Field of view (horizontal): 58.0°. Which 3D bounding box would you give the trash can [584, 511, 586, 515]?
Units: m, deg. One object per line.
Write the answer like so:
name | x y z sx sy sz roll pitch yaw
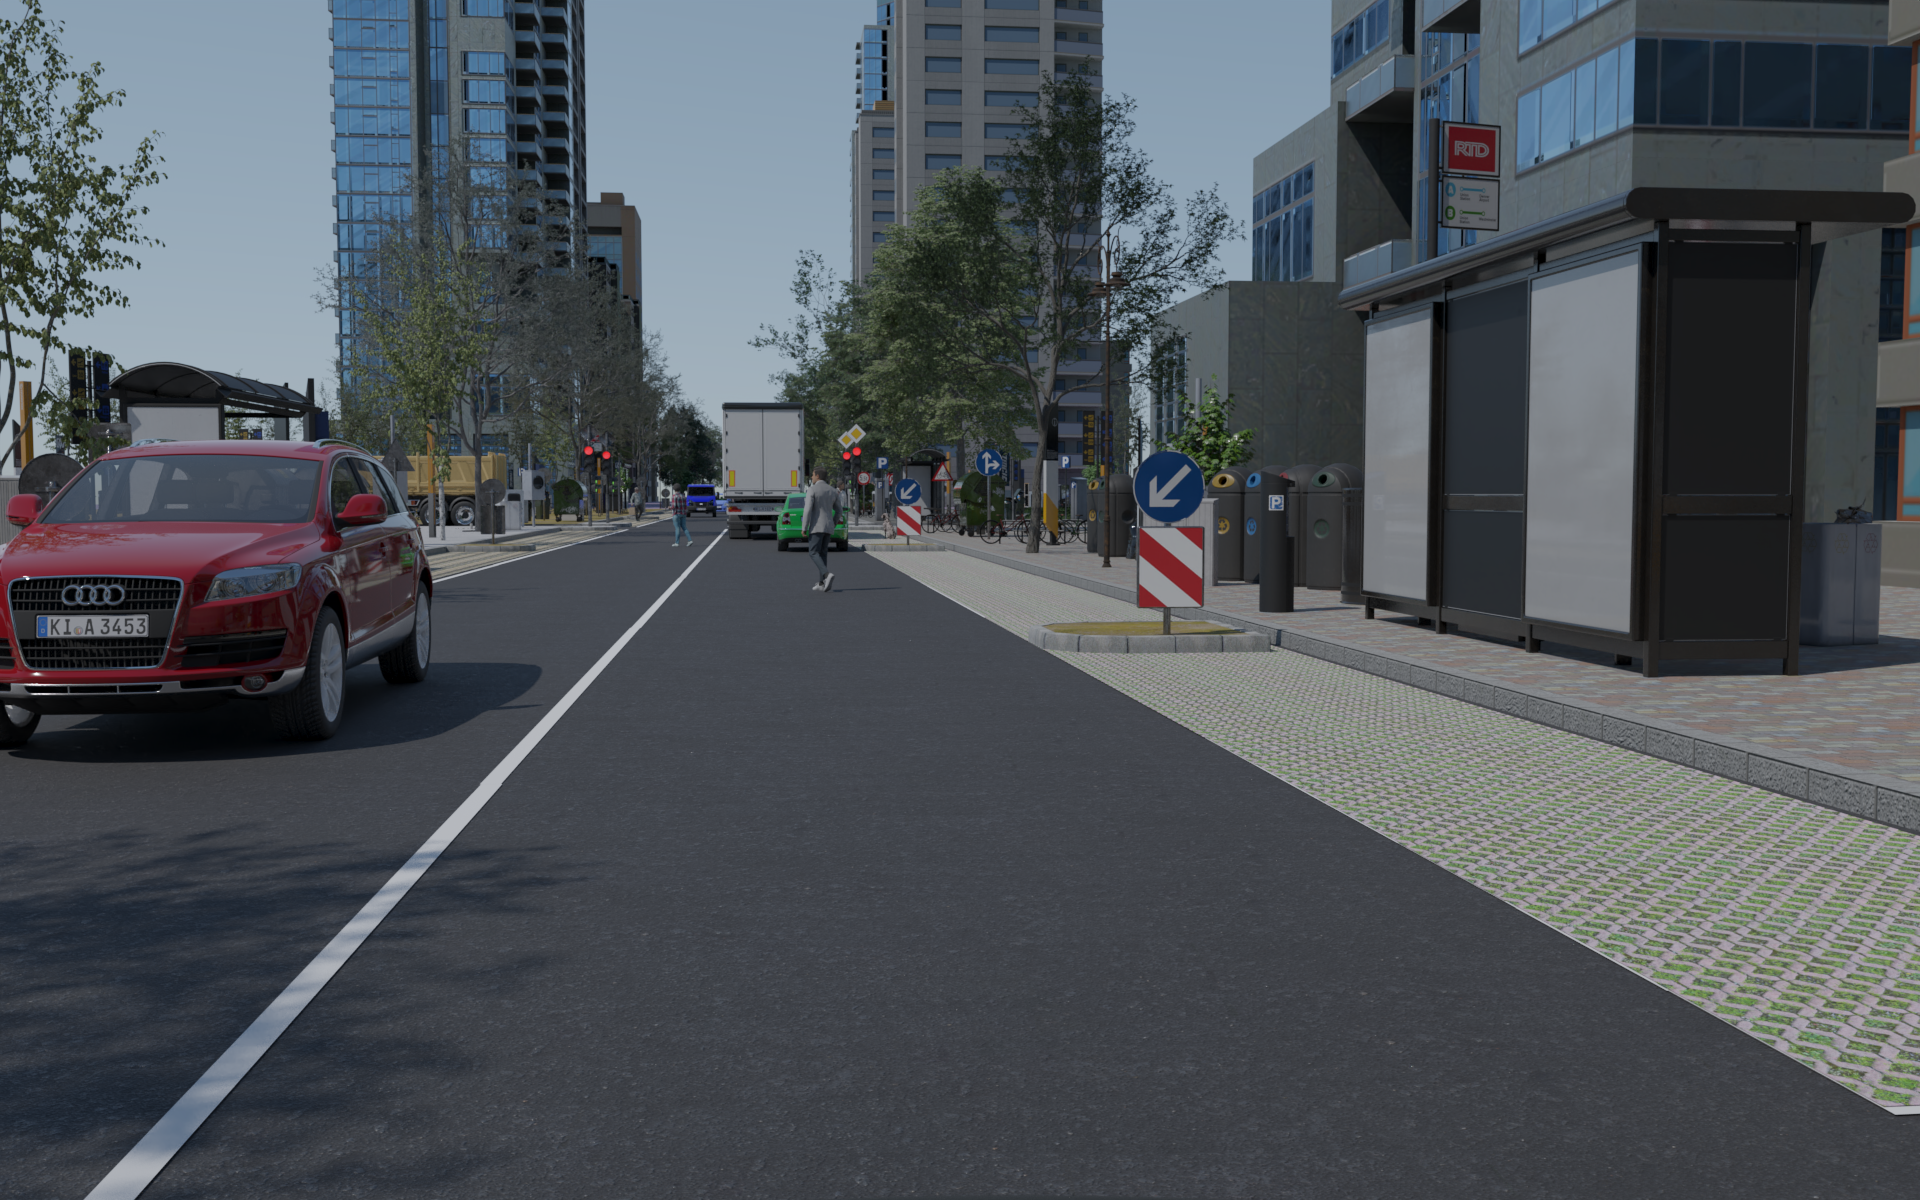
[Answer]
trash can | -23.014 -5.763 105.876 0.748 1.137 0.748 0 3 0

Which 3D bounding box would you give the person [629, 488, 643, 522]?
person | -16.815 -4.941 89.771 0.515 1.767 0.782 3 5 42

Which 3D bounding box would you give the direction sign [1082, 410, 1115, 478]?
direction sign | 3.742 -3.371 47.110 0.876 3.537 0.379 -1 4 -18

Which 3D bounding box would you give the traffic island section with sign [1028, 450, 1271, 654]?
traffic island section with sign | 1.699 -0.476 16.417 1.989 1.847 2.006 0 4 -7

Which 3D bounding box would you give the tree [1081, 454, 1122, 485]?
tree | 11.359 -9.465 138.458 4.285 4.588 4.351 0 3 0

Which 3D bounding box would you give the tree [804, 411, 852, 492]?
tree | -10.537 -11.901 144.937 4.737 8.622 4.395 0 3 0

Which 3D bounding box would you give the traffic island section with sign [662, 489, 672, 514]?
traffic island section with sign | -21.212 -7.131 125.216 1.989 1.847 2.006 0 4 -7

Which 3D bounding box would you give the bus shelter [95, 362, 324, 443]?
bus shelter | -12.459 -2.161 29.250 2.014 3.302 5.546 0 4 -6

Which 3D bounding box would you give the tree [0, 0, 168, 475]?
tree | -12.000 -4.348 21.452 4.737 8.622 4.395 0 3 0

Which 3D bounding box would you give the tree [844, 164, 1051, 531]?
tree | -0.332 -8.704 60.438 7.486 12.596 7.792 0 3 0

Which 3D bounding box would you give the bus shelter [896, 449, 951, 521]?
bus shelter | -1.728 -5.269 80.079 2.014 3.302 5.546 0 4 -7

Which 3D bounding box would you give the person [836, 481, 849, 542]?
person | -3.659 -2.635 51.691 0.679 1.850 0.850 -3 5 -44

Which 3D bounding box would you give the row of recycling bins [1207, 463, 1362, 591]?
row of recycling bins | 4.643 -1.070 24.615 1.069 1.692 3.534 -1 4 -22

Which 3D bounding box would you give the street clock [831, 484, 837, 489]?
street clock | -9.346 -7.577 128.458 0.471 2.002 0.358 3 5 44

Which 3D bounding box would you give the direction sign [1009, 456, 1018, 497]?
direction sign | 3.071 -6.823 103.552 0.876 3.537 0.379 -2 4 -28

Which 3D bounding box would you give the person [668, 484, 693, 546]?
person | -7.679 -2.333 47.484 0.643 1.720 0.563 3 4 37

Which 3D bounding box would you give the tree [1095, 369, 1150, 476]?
tree | 9.560 -9.112 99.347 4.360 8.622 3.978 0 3 0

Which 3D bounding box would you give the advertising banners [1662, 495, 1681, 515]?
advertising banners | 7.544 -1.378 18.712 0.090 3.025 2.074 0 4 -3

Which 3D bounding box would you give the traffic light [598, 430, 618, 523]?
traffic light | -15.474 -5.331 76.075 0.839 4.253 0.868 0 4 -7

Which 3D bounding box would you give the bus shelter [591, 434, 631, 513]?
bus shelter | -23.930 -8.624 118.632 2.179 5.291 8.768 0 4 -7

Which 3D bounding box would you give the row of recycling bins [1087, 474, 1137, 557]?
row of recycling bins | 3.298 -1.815 36.786 1.069 1.692 3.534 0 4 0

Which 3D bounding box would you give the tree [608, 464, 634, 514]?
tree | -22.003 -7.185 112.080 1.663 3.219 1.824 0 3 0

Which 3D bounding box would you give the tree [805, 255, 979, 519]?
tree | -3.387 -11.247 90.538 9.857 13.997 8.962 0 3 0

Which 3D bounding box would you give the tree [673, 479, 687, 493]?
tree | -30.887 -11.946 189.915 1.663 3.219 1.824 0 3 0

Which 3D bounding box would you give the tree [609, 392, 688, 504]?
tree | -26.556 -13.002 146.992 7.601 10.594 8.767 -1 4 -10

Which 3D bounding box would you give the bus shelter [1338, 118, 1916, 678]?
bus shelter | 5.107 -2.362 16.254 2.179 5.291 8.768 0 4 -6

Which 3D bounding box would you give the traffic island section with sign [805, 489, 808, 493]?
traffic island section with sign | -11.105 -7.220 126.668 1.989 1.847 2.006 0 4 -7

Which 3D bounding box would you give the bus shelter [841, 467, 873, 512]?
bus shelter | -7.384 -7.955 123.994 2.014 3.302 5.546 0 4 -7

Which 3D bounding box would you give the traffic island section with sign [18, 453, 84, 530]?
traffic island section with sign | -8.541 -0.451 16.000 1.989 1.847 2.006 0 4 -7

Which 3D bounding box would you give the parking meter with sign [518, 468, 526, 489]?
parking meter with sign | -29.032 -7.321 115.967 0.543 3.016 1.738 0 4 5

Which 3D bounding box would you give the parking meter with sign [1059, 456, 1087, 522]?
parking meter with sign | 5.516 -5.115 79.892 1.738 3.016 0.543 -3 4 -37

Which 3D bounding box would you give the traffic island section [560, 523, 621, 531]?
traffic island section | -14.595 -2.813 68.273 2.009 0.180 2.903 0 4 -7

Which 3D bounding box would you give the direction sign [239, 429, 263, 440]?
direction sign | -24.541 -4.161 60.033 0.876 3.537 0.379 1 4 12

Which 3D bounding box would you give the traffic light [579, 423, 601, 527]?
traffic light | -14.554 -4.845 68.143 0.839 4.253 0.868 0 4 -7

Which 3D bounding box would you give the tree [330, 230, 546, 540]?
tree | -14.492 -5.940 47.486 4.737 8.622 4.395 0 3 0

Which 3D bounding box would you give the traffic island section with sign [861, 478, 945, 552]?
traffic island section with sign | -1.474 -2.147 43.735 1.989 1.847 2.006 0 4 -7

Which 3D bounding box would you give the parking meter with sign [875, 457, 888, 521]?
parking meter with sign | -3.806 -5.294 82.820 0.543 3.016 1.738 -1 4 -9

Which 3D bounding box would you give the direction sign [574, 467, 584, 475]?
direction sign | -31.319 -9.196 142.345 0.876 3.537 0.379 1 4 9

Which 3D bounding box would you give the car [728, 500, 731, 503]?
car | -24.590 -10.719 187.843 1.945 1.354 3.894 0 4 -5

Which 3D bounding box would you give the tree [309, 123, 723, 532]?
tree | -16.454 -9.063 58.544 12.009 13.543 11.850 0 3 0

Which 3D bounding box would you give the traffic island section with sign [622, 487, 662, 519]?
traffic island section with sign | -18.084 -5.477 98.183 1.989 1.847 2.006 0 4 -7

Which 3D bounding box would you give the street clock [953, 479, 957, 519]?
street clock | -0.142 -4.958 85.636 0.358 2.002 0.471 -3 4 -36

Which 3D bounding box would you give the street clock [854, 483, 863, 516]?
street clock | -5.845 -5.815 99.647 0.471 2.002 0.358 0 4 -2

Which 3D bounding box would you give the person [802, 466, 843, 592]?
person | -1.999 -1.052 25.539 0.661 1.843 0.795 -3 4 -39

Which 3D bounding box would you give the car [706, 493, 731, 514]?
car | -17.678 -7.122 126.042 1.945 1.707 3.694 -1 4 -8

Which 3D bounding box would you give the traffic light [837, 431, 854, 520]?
traffic light | -5.084 -5.405 77.292 0.839 4.253 0.868 0 4 -7

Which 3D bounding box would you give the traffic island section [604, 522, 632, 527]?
traffic island section | -15.515 -3.298 76.205 2.009 0.180 2.903 0 4 -7

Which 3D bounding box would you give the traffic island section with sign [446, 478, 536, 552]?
traffic island section with sign | -11.719 -2.129 43.431 1.989 1.847 2.006 0 4 -7

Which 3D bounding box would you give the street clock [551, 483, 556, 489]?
street clock | -26.115 -6.557 111.784 0.358 2.002 0.471 3 5 42

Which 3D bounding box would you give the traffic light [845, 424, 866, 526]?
traffic light | -4.164 -4.920 69.360 0.839 4.253 0.868 0 4 -7

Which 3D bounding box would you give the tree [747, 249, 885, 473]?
tree | -9.769 -17.090 135.315 12.611 20.169 13.585 0 3 0

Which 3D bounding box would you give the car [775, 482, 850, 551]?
car | -3.808 -2.196 44.700 1.959 1.807 4.718 0 4 -5

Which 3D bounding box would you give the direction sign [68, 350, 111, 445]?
direction sign | -13.842 -2.179 27.624 0.379 3.537 0.876 1 4 13

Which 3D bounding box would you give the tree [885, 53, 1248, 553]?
tree | 1.817 -6.279 37.071 7.601 10.594 8.767 3 5 41

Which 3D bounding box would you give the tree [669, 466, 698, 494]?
tree | -31.609 -13.103 197.939 4.285 4.588 4.351 0 3 0

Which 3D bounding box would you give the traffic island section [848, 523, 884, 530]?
traffic island section | -4.123 -2.887 69.479 2.009 0.180 2.903 0 4 -7
